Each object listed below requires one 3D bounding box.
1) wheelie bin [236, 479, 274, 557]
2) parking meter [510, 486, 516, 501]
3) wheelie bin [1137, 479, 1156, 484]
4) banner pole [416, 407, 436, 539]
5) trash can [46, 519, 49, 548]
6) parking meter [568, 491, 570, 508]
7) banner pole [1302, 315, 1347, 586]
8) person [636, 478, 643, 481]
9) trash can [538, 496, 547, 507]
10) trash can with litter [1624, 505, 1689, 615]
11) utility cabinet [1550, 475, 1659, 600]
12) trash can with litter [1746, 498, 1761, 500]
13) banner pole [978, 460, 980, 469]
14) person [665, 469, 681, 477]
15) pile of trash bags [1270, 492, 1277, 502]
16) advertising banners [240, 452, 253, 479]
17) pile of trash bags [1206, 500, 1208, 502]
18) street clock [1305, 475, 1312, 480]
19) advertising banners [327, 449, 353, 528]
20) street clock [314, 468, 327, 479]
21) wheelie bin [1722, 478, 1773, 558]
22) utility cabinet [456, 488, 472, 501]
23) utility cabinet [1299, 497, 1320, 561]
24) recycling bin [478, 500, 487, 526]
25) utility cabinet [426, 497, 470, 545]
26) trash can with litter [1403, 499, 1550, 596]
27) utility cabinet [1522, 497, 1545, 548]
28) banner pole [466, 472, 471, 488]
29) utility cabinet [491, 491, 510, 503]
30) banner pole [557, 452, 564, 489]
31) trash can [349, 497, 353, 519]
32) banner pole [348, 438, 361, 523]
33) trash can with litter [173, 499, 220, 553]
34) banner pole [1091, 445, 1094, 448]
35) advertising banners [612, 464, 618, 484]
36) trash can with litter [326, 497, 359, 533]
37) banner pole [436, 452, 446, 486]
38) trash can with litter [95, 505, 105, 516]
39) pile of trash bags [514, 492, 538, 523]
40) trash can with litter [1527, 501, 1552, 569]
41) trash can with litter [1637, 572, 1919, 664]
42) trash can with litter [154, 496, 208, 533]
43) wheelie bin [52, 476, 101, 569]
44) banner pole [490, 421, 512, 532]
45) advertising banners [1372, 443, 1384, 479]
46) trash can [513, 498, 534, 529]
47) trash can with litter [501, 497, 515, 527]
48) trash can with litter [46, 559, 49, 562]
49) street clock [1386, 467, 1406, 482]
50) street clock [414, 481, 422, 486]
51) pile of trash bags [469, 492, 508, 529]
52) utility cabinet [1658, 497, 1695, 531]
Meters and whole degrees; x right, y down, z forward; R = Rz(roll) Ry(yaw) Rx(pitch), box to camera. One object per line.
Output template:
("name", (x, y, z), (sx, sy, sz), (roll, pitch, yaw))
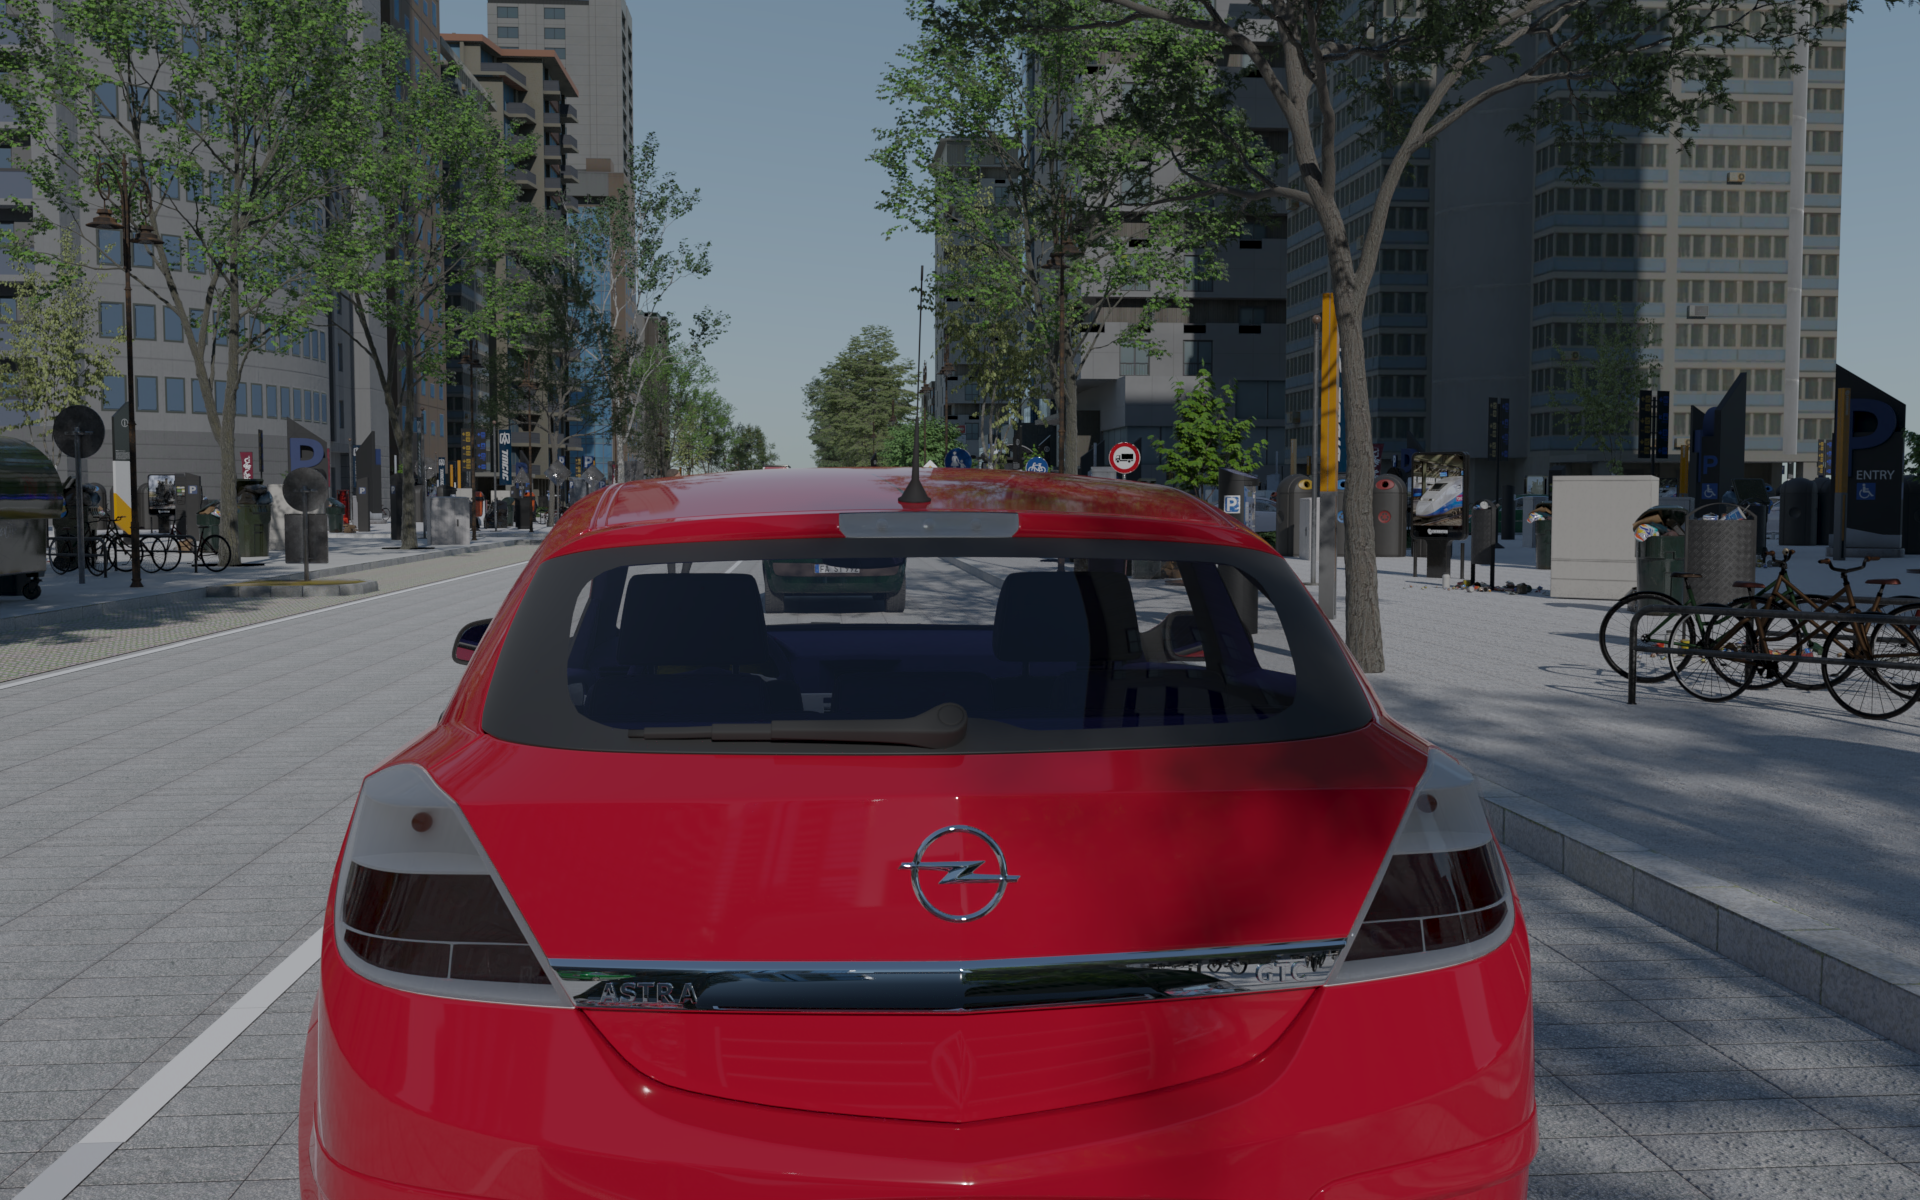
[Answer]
("wheelie bin", (-14.482, -1.682, 35.414), (0.693, 1.594, 0.980), (2, 4, 33))
("parking meter", (-30.890, -6.982, 119.872), (0.399, 1.863, 0.255), (2, 4, 33))
("wheelie bin", (3.836, -1.682, 35.403), (0.693, 1.594, 0.980), (3, 4, 39))
("banner pole", (-15.377, -3.634, 49.440), (0.401, 3.779, 0.863), (0, 4, -2))
("trash can", (-20.961, -1.684, 39.187), (0.748, 1.137, 0.748), (0, 3, 0))
("parking meter", (-21.236, -5.282, 94.768), (0.372, 1.533, 0.369), (0, 3, 0))
("banner pole", (5.177, -2.106, 24.442), (0.863, 3.779, 0.401), (-2, 4, -32))
("person", (-7.040, -1.774, 37.859), (0.623, 1.781, 0.721), (-2, 4, -28))
("trash can", (-30.281, -6.970, 125.619), (0.748, 1.137, 0.748), (0, 3, 0))
("trash can with litter", (7.387, -0.440, 18.581), (0.624, 1.170, 1.055), (0, 4, 3))
("utility cabinet", (7.791, -0.750, 20.944), (1.173, 1.500, 0.318), (3, 4, 39))
("trash can with litter", (13.606, -1.197, 30.621), (2.233, 1.210, 1.678), (-1, 4, -14))
("banner pole", (1.622, -8.427, 127.790), (0.863, 3.779, 0.401), (1, 4, 20))
("person", (-4.107, -1.023, 25.402), (0.473, 1.802, 0.592), (2, 4, 28))
("pile of trash bags", (12.721, -3.846, 72.635), (1.912, 1.369, 3.447), (-1, 4, -14))
("advertising banners", (-28.704, -4.614, 71.631), (2.074, 3.025, 0.090), (0, 4, -1))
("pile of trash bags", (9.446, -3.222, 62.435), (1.912, 1.369, 3.447), (0, 3, 0))
("street clock", (13.065, -3.687, 64.860), (0.471, 2.002, 0.358), (-2, 4, -34))
("advertising banners", (-23.631, -4.293, 66.376), (2.074, 3.025, 0.090), (-3, 5, -45))
("street clock", (-18.167, -2.718, 49.006), (0.471, 2.002, 0.358), (1, 4, 20))
("wheelie bin", (15.876, -1.659, 35.025), (0.980, 1.594, 0.693), (0, 4, -1))
("utility cabinet", (-19.526, -3.604, 67.610), (1.173, 1.500, 0.318), (-2, 4, -31))
("utility cabinet", (6.855, -1.386, 33.816), (0.306, 1.237, 1.020), (0, 4, 0))
("recycling bin", (-19.662, -3.545, 70.513), (0.722, 1.027, 0.722), (0, 4, -7))
("utility cabinet", (-12.971, -2.003, 43.916), (1.020, 1.237, 0.306), (-3, 4, -37))
("trash can with litter", (6.992, -0.718, 22.799), (1.678, 1.210, 2.233), (-1, 4, -13))
("utility cabinet", (13.832, -1.871, 41.747), (0.306, 1.237, 1.020), (0, 4, 5))
("banner pole", (-21.672, -5.281, 76.363), (0.401, 3.779, 0.863), (0, 4, -1))
("utility cabinet", (-29.753, -6.331, 112.189), (1.173, 1.500, 0.318), (-1, 4, -12))
("banner pole", (-23.797, -6.909, 102.972), (0.401, 3.779, 0.863), (2, 4, 28))
("trash can", (-30.138, -4.533, 85.774), (0.748, 1.137, 0.748), (0, 3, 0))
("banner pole", (-27.162, -5.366, 77.746), (0.863, 3.779, 0.401), (1, 4, 21))
("trash can with litter", (-16.549, -1.606, 37.645), (1.055, 1.170, 0.624), (-1, 4, -10))
("banner pole", (7.022, -6.055, 89.013), (0.863, 3.779, 0.401), (2, 4, 28))
("advertising banners", (-20.976, -6.507, 102.579), (2.074, 3.025, 0.090), (2, 4, 30))
("trash can with litter", (-20.339, -2.796, 57.099), (1.055, 1.170, 0.624), (1, 4, 11))
("banner pole", (-30.973, -6.917, 103.114), (0.401, 3.779, 0.863), (3, 5, 40))
("trash can with litter", (-20.077, -1.730, 39.679), (0.624, 1.170, 1.055), (0, 4, -7))
("pile of trash bags", (-20.133, -4.228, 78.885), (1.912, 1.369, 3.447), (-3, 4, -36))
("trash can with litter", (10.098, -1.118, 29.674), (0.624, 1.170, 1.055), (2, 4, 26))
("trash can with litter", (6.389, -0.154, 13.575), (2.233, 1.210, 1.678), (1, 4, 16))
("trash can with litter", (-26.343, -2.903, 58.515), (1.678, 1.210, 2.233), (-2, 4, -28))
("wheelie bin", (-15.282, -1.349, 29.963), (0.693, 1.594, 0.980), (-1, 4, -11))
("banner pole", (-15.636, -4.221, 59.030), (0.863, 3.779, 0.401), (1, 4, 14))
("advertising banners", (13.577, -3.895, 59.866), (2.074, 3.025, 0.090), (1, 4, 13))
("trash can", (-15.957, -3.160, 63.325), (0.748, 1.137, 0.748), (0, 3, 0))
("trash can with litter", (-17.778, -3.452, 67.835), (0.624, 1.170, 1.055), (1, 4, 8))
("trash can with litter", (-17.617, -1.289, 32.133), (2.233, 1.210, 1.678), (2, 4, 24))
("street clock", (11.667, -2.558, 46.386), (0.471, 2.002, 0.358), (3, 5, 39))
("street clock", (-30.284, -5.630, 96.617), (0.471, 2.002, 0.358), (-3, 5, -41))
("pile of trash bags", (-17.862, -3.358, 64.651), (1.912, 1.369, 3.447), (-1, 4, -12))
("utility cabinet", (15.148, -1.586, 37.086), (1.020, 1.237, 0.306), (3, 5, 41))
